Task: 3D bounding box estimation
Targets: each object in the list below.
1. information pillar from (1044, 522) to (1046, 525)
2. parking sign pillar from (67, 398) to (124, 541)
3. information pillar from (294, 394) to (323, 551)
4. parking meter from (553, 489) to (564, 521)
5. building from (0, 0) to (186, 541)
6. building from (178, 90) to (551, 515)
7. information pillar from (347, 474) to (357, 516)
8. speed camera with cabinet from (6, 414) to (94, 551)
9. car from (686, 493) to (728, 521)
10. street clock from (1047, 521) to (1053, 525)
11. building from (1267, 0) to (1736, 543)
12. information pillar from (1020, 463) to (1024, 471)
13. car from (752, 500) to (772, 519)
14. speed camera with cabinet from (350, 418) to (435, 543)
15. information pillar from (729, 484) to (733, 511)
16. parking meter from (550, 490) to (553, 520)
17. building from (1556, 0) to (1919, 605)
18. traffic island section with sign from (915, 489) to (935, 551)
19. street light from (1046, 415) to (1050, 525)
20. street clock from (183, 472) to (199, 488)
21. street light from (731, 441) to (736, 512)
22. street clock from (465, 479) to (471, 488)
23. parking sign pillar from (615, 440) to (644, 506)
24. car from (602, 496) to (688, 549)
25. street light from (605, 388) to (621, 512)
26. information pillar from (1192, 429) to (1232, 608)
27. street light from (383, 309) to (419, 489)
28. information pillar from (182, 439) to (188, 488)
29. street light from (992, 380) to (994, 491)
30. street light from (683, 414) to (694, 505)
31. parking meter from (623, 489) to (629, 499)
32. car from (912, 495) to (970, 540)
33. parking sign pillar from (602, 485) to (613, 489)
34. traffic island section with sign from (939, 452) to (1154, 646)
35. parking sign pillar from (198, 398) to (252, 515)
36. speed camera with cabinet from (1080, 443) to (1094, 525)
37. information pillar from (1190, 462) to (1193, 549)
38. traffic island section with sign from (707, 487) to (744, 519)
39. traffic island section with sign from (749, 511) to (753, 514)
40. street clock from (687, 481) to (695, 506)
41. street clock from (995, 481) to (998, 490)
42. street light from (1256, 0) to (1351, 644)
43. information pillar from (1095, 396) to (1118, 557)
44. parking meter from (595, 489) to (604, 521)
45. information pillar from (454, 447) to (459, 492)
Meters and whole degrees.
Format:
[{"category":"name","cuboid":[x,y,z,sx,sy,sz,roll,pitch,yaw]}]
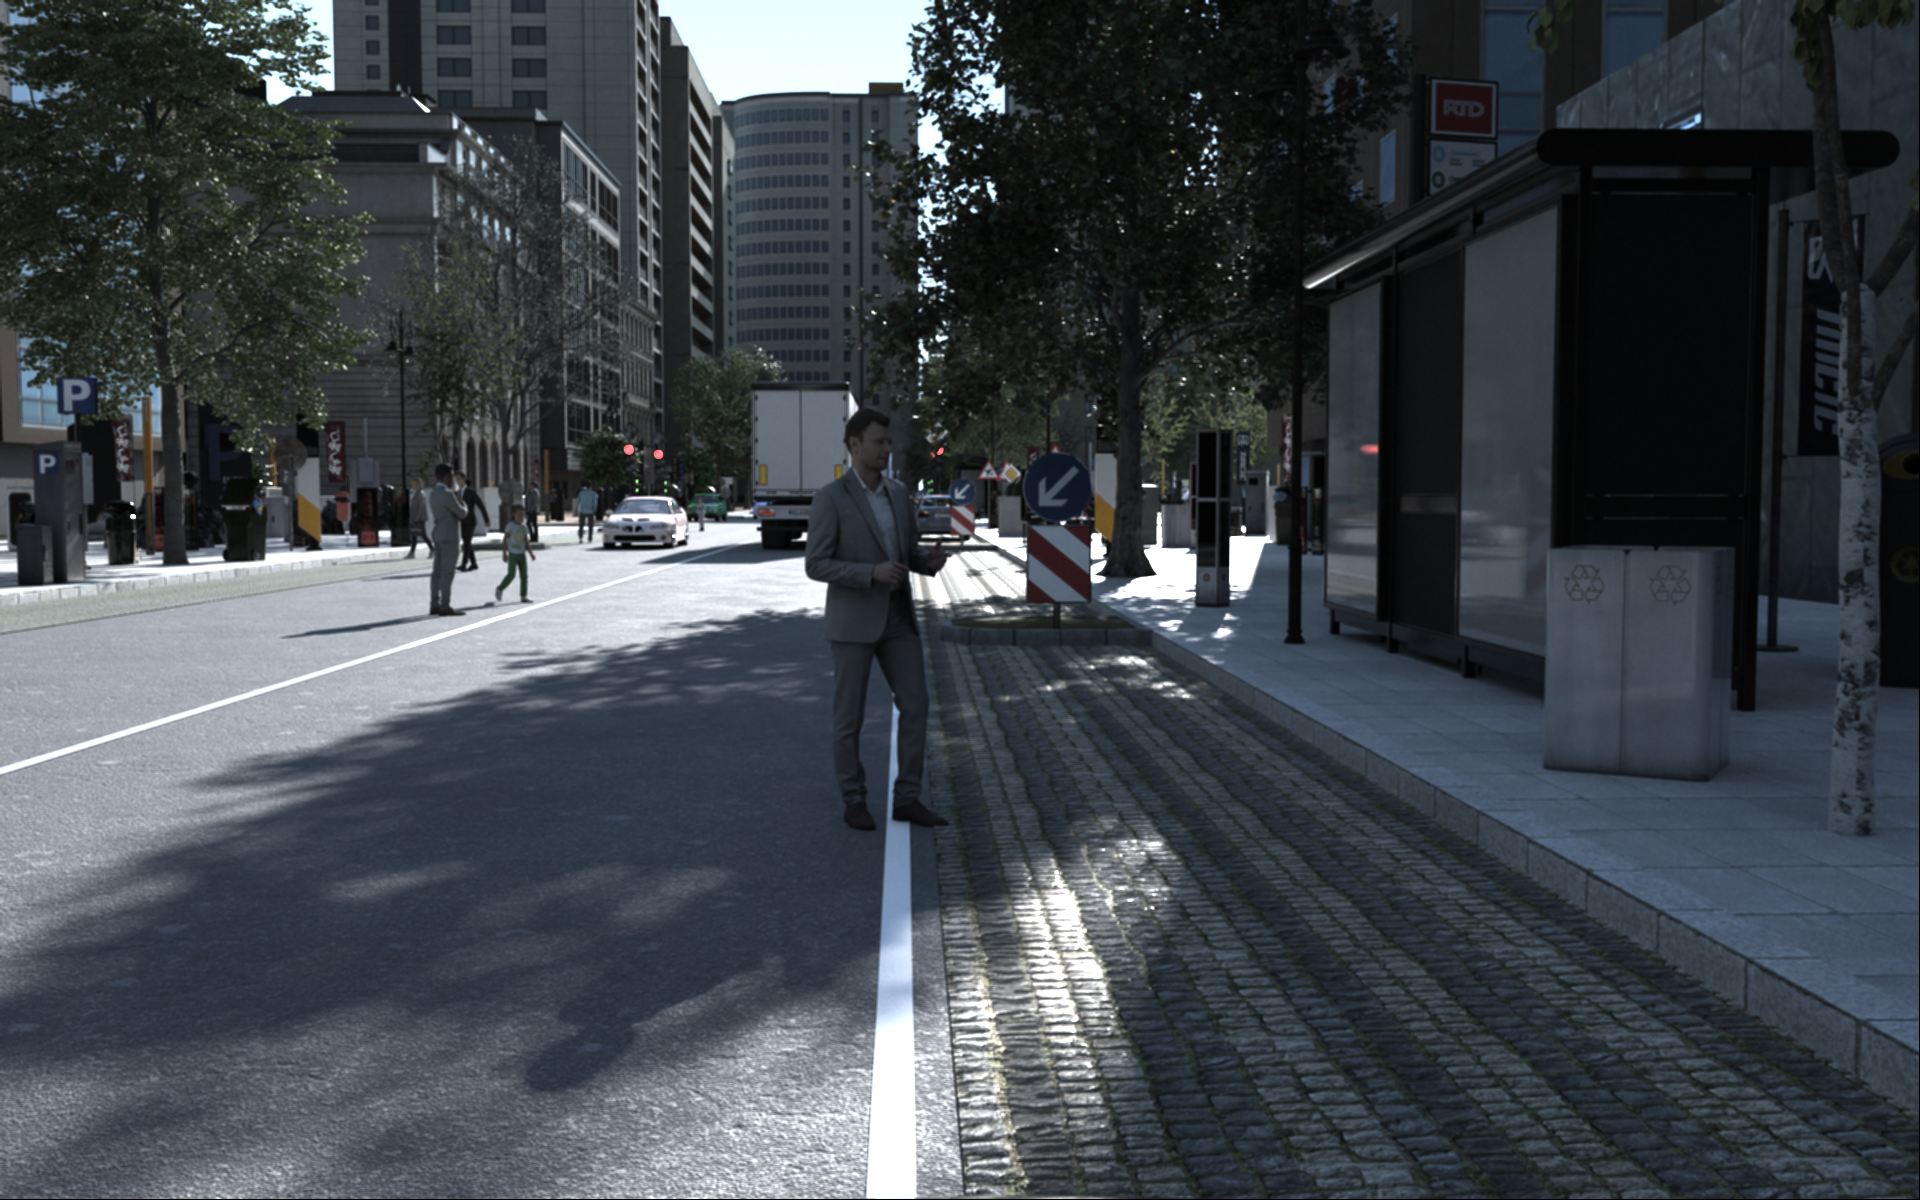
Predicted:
[{"category":"information pillar","cuboid":[2.772,-2.971,53.068,0.304,2.012,0.304,1,4,18]},{"category":"parking sign pillar","cuboid":[-23.681,-3.608,47.464,1.447,3.967,1.447,-1,4,-16]},{"category":"information pillar","cuboid":[-14.760,-2.930,39.255,0.504,3.616,0.183,-2,4,-28]},{"category":"parking meter","cuboid":[-18.945,-4.502,82.019,0.372,1.533,0.369,0,3,0]},{"category":"building","cuboid":[-33.268,-24.501,50.704,14.200,45.320,14.600,0,4,-2]},{"category":"building","cuboid":[-31.040,-15.373,93.154,13.314,21.916,24.055,0,4,-2]},{"category":"information pillar","cuboid":[-21.999,-3.563,62.750,0.304,2.012,0.304,-3,4,-37]},{"category":"speed camera with cabinet","cuboid":[-20.467,-2.725,38.893,2.038,3.252,0.660,1,4,20]},{"category":"car","cuboid":[-13.384,-5.062,91.562,1.959,1.807,4.718,0,4,-1]},{"category":"street clock","cuboid":[1.855,-1.868,35.109,0.471,2.002,0.358,1,4,12]},{"category":"building","cuboid":[16.196,-24.038,43.136,14.600,45.320,14.200,0,4,-2]},{"category":"information pillar","cuboid":[4.399,-7.954,121.401,0.504,3.616,0.183,-3,5,-40]},{"category":"car","cuboid":[-11.030,-5.548,100.304,1.945,1.707,3.694,0,4,-2]},{"category":"speed camera with cabinet","cuboid":[-14.890,-3.124,45.415,2.038,3.252,0.660,-2,4,-26]},{"category":"information pillar","cuboid":[-16.901,-7.566,128.193,0.304,2.012,0.304,1,4,11]},{"category":"parking meter","cuboid":[-20.166,-4.747,86.016,0.372,1.533,0.369,0,3,0]},{"category":"building","cuboid":[21.558,-42.741,11.492,22.319,86.520,31.000,0,4,-2]},{"category":"traffic island section with sign","cuboid":[-0.073,-2.172,44.144,1.989,1.847,2.006,0,4,-2]},{"category":"street light","cuboid":[2.067,-4.140,40.470,0.468,5.910,1.993,0,4,-2]},{"category":"street clock","cuboid":[-25.167,-3.188,56.687,0.471,2.002,0.358,1,4,16]},{"category":"street light","cuboid":[-16.568,-9.398,126.440,0.468,5.910,1.993,0,4,-2]},{"category":"street clock","cuboid":[-23.461,-4.773,82.615,0.358,2.002,0.471,-1,4,-13]},{"category":"parking sign pillar","cuboid":[-16.208,-5.913,85.157,1.447,3.967,1.447,-1,4,-12]},{"category":"car","cuboid":[-8.509,-2.126,47.116,2.083,1.381,4.827,0,4,-2]},{"category":"street light","cuboid":[-14.965,-6.236,74.752,0.468,5.910,1.993,0,4,-2]},{"category":"information pillar","cuboid":[2.881,-0.930,19.701,0.304,2.012,0.304,3,4,37]},{"category":"street light","cuboid":[-13.994,-4.326,43.526,0.468,5.910,1.993,0,4,-2]},{"category":"information pillar","cuboid":[-28.330,-4.389,63.116,0.504,3.616,0.183,2,4,23]},{"category":"street light","cuboid":[1.249,-5.711,66.159,0.468,5.910,1.993,0,4,-2]},{"category":"street light","cuboid":[-15.764,-7.826,100.751,0.468,5.910,1.993,0,4,-2]},{"category":"parking meter","cuboid":[-21.292,-6.310,111.571,0.372,1.533,0.369,0,3,0]},{"category":"car","cuboid":[-0.600,-2.598,54.472,2.014,1.417,4.499,0,4,-2]},{"category":"parking sign pillar","cuboid":[-21.982,-7.416,109.729,1.447,3.967,1.447,0,4,-4]},{"category":"traffic island section with sign","cuboid":[0.796,-0.522,17.166,1.989,1.847,2.006,0,4,-2]},{"category":"parking sign pillar","cuboid":[-20.469,-3.658,48.278,1.447,3.967,1.447,3,5,42]},{"category":"speed camera with cabinet","cuboid":[4.768,-4.465,67.335,0.660,3.252,2.038,0,4,-4]},{"category":"information pillar","cuboid":[5.533,-2.187,40.249,0.304,2.012,0.304,1,4,23]},{"category":"traffic island section with sign","cuboid":[-13.420,-5.546,99.308,1.989,1.847,2.006,0,4,-2]},{"category":"traffic island section with sign","cuboid":[-14.289,-7.194,126.250,1.989,1.847,2.006,0,4,-2]},{"category":"street clock","cuboid":[-15.456,-5.803,99.452,0.358,2.002,0.471,2,4,27]},{"category":"street clock","cuboid":[2.061,-5.210,89.759,0.471,2.002,0.358,-1,4,-14]},{"category":"street light","cuboid":[2.879,-2.565,14.728,0.468,5.910,1.993,0,4,-2]},{"category":"information pillar","cuboid":[3.002,-2.690,35.330,0.504,3.616,0.183,-1,4,-14]},{"category":"parking meter","cuboid":[-18.956,-5.061,91.159,0.372,1.533,0.369,0,3,0]},{"category":"information pillar","cuboid":[-23.487,-5.471,80.809,0.183,3.616,0.504,0,4,0]}]
